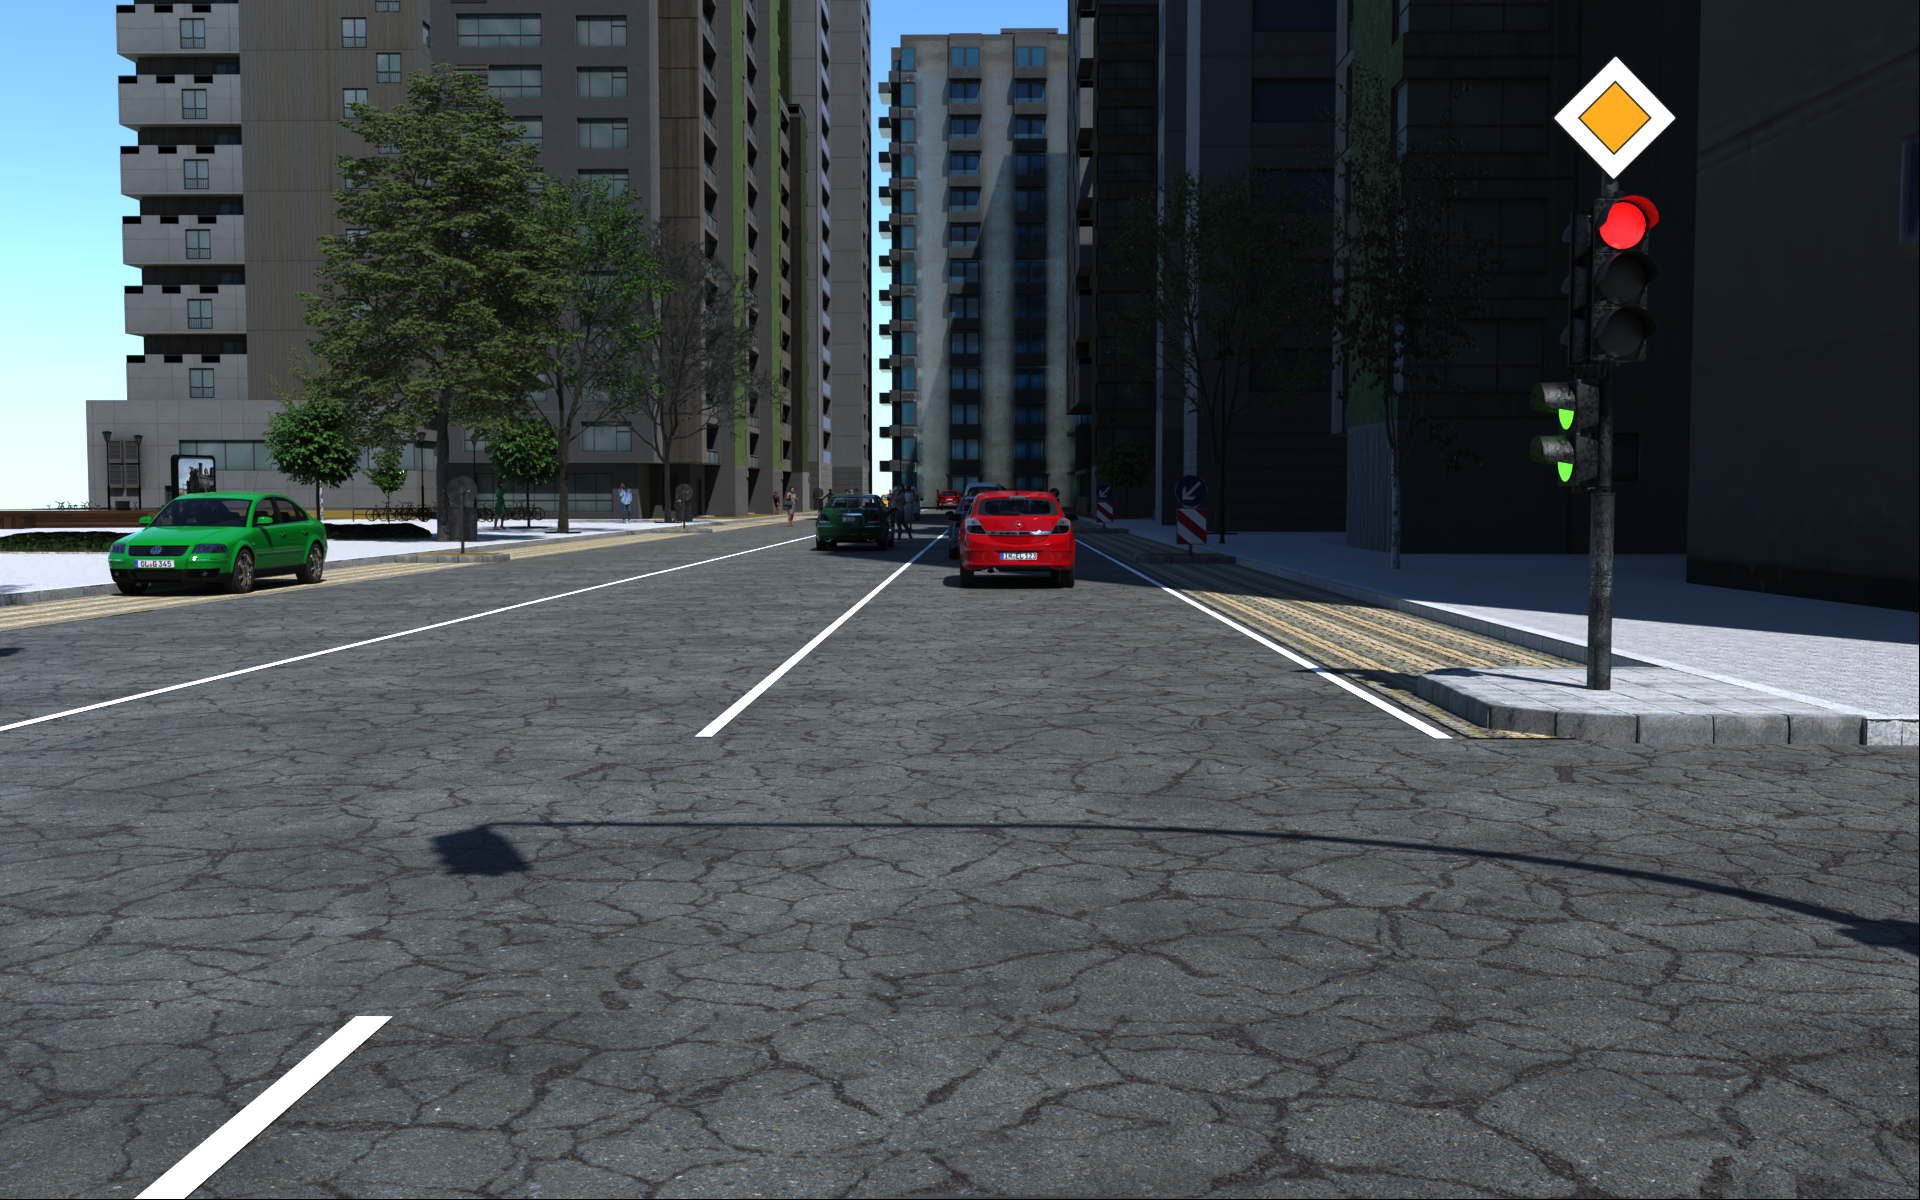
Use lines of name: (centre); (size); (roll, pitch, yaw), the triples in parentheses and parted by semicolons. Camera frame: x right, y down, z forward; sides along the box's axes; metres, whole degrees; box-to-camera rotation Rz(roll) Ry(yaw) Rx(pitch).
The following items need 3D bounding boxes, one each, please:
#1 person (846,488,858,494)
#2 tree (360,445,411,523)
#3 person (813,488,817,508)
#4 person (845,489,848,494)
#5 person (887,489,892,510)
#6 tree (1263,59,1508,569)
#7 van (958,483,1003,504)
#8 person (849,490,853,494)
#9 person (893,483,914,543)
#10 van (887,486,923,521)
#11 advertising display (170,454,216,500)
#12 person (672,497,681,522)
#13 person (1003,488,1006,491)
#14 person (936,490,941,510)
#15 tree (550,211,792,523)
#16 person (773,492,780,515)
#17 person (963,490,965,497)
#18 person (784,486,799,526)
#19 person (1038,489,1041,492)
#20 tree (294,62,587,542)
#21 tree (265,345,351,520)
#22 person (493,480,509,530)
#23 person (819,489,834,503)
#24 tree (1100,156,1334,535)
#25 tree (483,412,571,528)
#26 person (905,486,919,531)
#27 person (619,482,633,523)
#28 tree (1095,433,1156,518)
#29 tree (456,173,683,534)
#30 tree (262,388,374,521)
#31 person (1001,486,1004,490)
person: (-5.550, -4.974, 90.622); (0.742, 1.727, 0.445); (-1, 4, -21)
tree: (-21.943, -4.416, 66.803); (1.663, 3.219, 1.824); (0, 3, 0)
person: (-11.287, -7.932, 136.186); (0.568, 1.767, 0.683); (-1, 4, -13)
person: (-10.750, -9.514, 162.314); (0.721, 1.735, 1.217); (0, 4, 4)
person: (-4.908, -6.976, 123.092); (0.617, 1.759, 0.750); (-1, 4, -10)
tree: (7.339, -4.825, 29.249); (4.360, 8.622, 3.978); (0, 3, 0)
van: (0.901, -3.516, 64.492); (2.013, 2.044, 4.112); (0, 4, 1)
person: (-7.409, -6.611, 117.324); (1.217, 1.736, 0.721); (2, 4, 24)
person: (-1.687, -2.573, 51.153); (0.643, 1.750, 0.593); (0, 4, 2)
van: (-2.995, -5.333, 94.207); (2.013, 2.044, 4.112); (0, 4, -1)
advertising display: (-12.598, -1.425, 28.508); (0.123, 1.923, 0.974); (1, 4, 13)
person: (-13.065, -4.278, 80.262); (0.475, 1.303, 0.640); (2, 4, 34)
person: (2.147, -4.862, 88.517); (0.617, 1.759, 0.750); (-3, 4, -36)
person: (-1.891, -8.802, 152.370); (0.705, 1.831, 1.348); (1, 4, 13)
tree: (-12.984, -10.136, 76.098); (12.009, 13.543, 11.850); (0, 3, 0)
person: (-11.482, -6.064, 108.429); (0.421, 1.427, 0.697); (0, 4, 5)
person: (0.484, -9.335, 161.216); (0.705, 1.814, 1.350); (1, 4, 13)
person: (-7.497, -4.162, 76.901); (0.716, 1.782, 0.532); (-3, 5, -42)
person: (5.517, -6.882, 121.029); (0.705, 1.823, 1.348); (0, 4, -8)
tree: (-13.453, -7.830, 46.151); (7.486, 12.596, 7.792); (0, 3, 0)
tree: (-31.212, -8.164, 83.842); (4.737, 8.622, 4.395); (0, 3, 0)
person: (-16.515, -3.416, 62.134); (0.529, 1.795, 0.600); (-2, 4, -35)
person: (-7.274, -5.352, 96.798); (1.217, 1.735, 0.721); (1, 4, 10)
tree: (8.223, -7.889, 54.740); (9.928, 11.665, 9.643); (0, 3, 0)
tree: (-16.282, -4.986, 65.242); (4.285, 4.588, 4.351); (0, 3, 0)
person: (-1.909, -3.582, 67.643); (0.480, 1.755, 0.524); (3, 5, 40)
person: (-14.660, -4.262, 75.987); (0.793, 1.790, 0.793); (2, 4, 28)
tree: (8.927, -6.646, 92.382); (4.285, 4.588, 4.351); (0, 3, 0)
tree: (-12.852, -7.974, 56.126); (9.928, 11.665, 9.643); (0, 3, 0)
tree: (-19.819, -4.279, 53.670); (4.285, 4.588, 4.351); (0, 3, 0)
person: (1.960, -4.733, 85.734); (0.795, 1.843, 0.661); (-3, 4, -37)
